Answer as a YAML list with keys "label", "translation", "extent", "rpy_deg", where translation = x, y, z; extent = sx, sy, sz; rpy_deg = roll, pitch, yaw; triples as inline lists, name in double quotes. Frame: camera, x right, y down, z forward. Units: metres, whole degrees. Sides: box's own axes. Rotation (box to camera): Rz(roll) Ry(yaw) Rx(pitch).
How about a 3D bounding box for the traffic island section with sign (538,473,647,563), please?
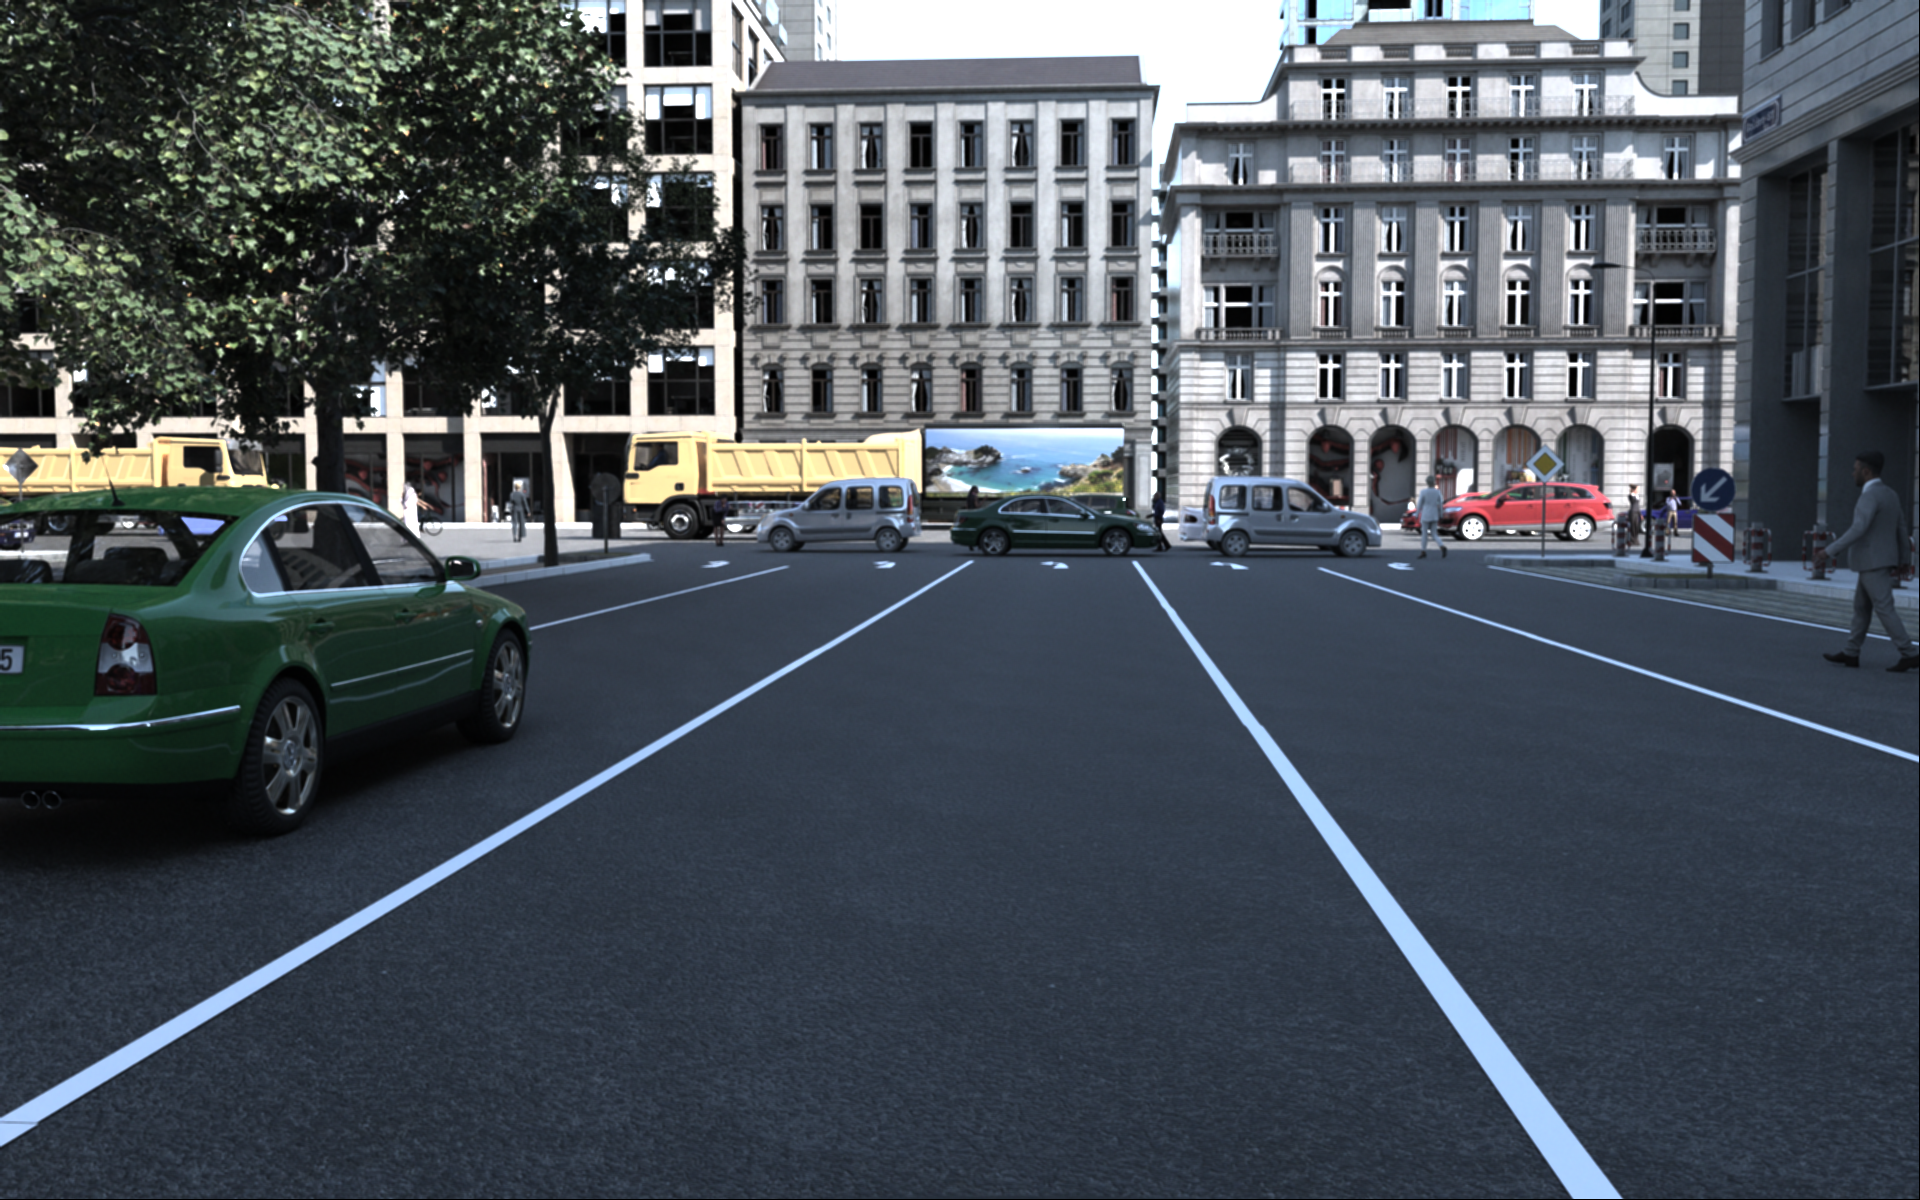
- label: "traffic island section with sign"
  translation: [-7.705, -1.757, 36.864]
  extent: [2.006, 1.907, 1.989]
  rpy_deg: [0, 4, 4]

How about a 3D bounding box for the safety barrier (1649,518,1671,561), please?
- label: "safety barrier"
  translation: [13.366, -1.150, 33.079]
  extent: [0.300, 0.817, 1.120]
  rpy_deg: [0, 4, 4]

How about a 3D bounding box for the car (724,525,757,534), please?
- label: "car"
  translation: [-6.372, -3.339, 63.261]
  extent: [5.304, 1.827, 2.281]
  rpy_deg: [0, 4, 6]

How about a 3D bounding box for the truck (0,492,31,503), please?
- label: "truck"
  translation: [-40.385, -4.486, 69.268]
  extent: [9.791, 3.379, 3.469]
  rpy_deg: [0, 4, 5]

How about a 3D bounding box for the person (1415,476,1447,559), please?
- label: "person"
  translation: [10.405, -1.824, 38.198]
  extent: [0.514, 1.842, 0.818]
  rpy_deg: [-2, 4, -27]

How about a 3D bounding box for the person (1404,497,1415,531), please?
- label: "person"
  translation: [17.275, -3.288, 66.540]
  extent: [0.394, 1.301, 0.425]
  rpy_deg: [2, 4, 29]

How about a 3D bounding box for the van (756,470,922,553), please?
- label: "van"
  translation: [-3.028, -2.217, 43.261]
  extent: [4.112, 2.044, 2.013]
  rpy_deg: [0, 4, 6]

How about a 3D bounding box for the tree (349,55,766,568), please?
- label: "tree"
  translation: [-7.687, -5.869, 32.821]
  extent: [8.767, 10.594, 7.601]
  rpy_deg: [0, 4, 4]

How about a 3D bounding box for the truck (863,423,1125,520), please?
- label: "truck"
  translation: [0.905, -4.933, 69.564]
  extent: [11.283, 4.237, 2.839]
  rpy_deg: [0, 4, 2]

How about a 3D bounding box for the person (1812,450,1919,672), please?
- label: "person"
  translation: [7.458, -0.327, 14.123]
  extent: [0.678, 1.792, 0.850]
  rpy_deg: [-3, 5, -41]

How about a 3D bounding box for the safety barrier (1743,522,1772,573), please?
- label: "safety barrier"
  translation: [13.016, -0.857, 28.286]
  extent: [0.300, 0.817, 1.120]
  rpy_deg: [0, 4, 4]

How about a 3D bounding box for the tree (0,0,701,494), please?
- label: "tree"
  translation: [-8.832, -6.401, 24.127]
  extent: [9.611, 12.733, 9.660]
  rpy_deg: [0, 3, 0]

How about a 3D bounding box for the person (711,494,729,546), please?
- label: "person"
  translation: [-6.558, -2.188, 47.514]
  extent: [0.421, 1.427, 0.697]
  rpy_deg: [-2, 4, -31]

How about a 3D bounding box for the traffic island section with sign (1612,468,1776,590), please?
- label: "traffic island section with sign"
  translation: [11.269, -1.113, 26.820]
  extent: [1.989, 1.847, 2.006]
  rpy_deg: [0, 4, 4]

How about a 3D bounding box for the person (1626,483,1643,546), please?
- label: "person"
  translation: [18.678, -2.362, 47.916]
  extent: [0.445, 1.727, 0.742]
  rpy_deg: [1, 4, 17]

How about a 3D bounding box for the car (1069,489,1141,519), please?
- label: "car"
  translation: [3.906, -2.903, 57.254]
  extent: [4.222, 1.686, 2.009]
  rpy_deg: [0, 4, 3]

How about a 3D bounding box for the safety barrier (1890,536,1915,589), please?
- label: "safety barrier"
  translation: [12.669, -0.563, 23.484]
  extent: [0.300, 0.817, 1.120]
  rpy_deg: [0, 4, 4]

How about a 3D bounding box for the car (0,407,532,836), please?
- label: "car"
  translation: [-3.584, 0.007, 8.682]
  extent: [1.959, 1.807, 4.718]
  rpy_deg: [0, 4, 5]

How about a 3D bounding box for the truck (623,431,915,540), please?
- label: "truck"
  translation: [-6.404, -3.572, 54.330]
  extent: [9.791, 3.379, 3.469]
  rpy_deg: [0, 4, 6]

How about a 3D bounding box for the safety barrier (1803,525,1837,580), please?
- label: "safety barrier"
  translation: [12.842, -0.710, 25.886]
  extent: [0.300, 0.817, 1.120]
  rpy_deg: [0, 4, 4]

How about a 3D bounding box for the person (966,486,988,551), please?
- label: "person"
  translation: [0.437, -2.069, 43.790]
  extent: [0.593, 1.643, 0.415]
  rpy_deg: [1, 4, 13]

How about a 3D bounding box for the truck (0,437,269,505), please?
- label: "truck"
  translation: [-28.282, -3.919, 60.000]
  extent: [9.791, 3.379, 3.469]
  rpy_deg: [0, 4, 6]

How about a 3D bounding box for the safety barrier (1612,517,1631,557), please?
- label: "safety barrier"
  translation: [13.544, -1.297, 35.482]
  extent: [0.300, 0.817, 1.120]
  rpy_deg: [0, 4, 4]

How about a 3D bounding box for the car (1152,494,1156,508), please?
- label: "car"
  translation: [17.597, -9.202, 160.247]
  extent: [2.009, 1.686, 4.222]
  rpy_deg: [0, 4, 5]

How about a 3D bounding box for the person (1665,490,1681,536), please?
- label: "person"
  translation: [24.215, -2.952, 58.830]
  extent: [0.516, 1.574, 0.319]
  rpy_deg: [0, 4, 0]

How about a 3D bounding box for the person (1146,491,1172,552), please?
- label: "person"
  translation: [4.911, -1.957, 43.186]
  extent: [0.600, 1.496, 0.574]
  rpy_deg: [2, 4, 28]

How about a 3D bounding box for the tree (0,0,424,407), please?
- label: "tree"
  translation: [-9.147, -6.426, 14.180]
  extent: [9.857, 13.997, 8.962]
  rpy_deg: [0, 3, 0]

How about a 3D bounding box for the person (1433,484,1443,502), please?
- label: "person"
  translation: [18.274, -3.557, 66.679]
  extent: [0.660, 1.820, 0.620]
  rpy_deg: [-1, 4, -16]

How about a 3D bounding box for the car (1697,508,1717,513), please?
- label: "car"
  translation: [25.739, -2.751, 56.775]
  extent: [2.131, 1.459, 4.920]
  rpy_deg: [0, 4, 3]

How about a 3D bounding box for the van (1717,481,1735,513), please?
- label: "van"
  translation: [20.676, -2.152, 42.196]
  extent: [4.112, 2.044, 2.013]
  rpy_deg: [0, 4, 6]

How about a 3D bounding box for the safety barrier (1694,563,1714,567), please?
- label: "safety barrier"
  translation: [13.190, -1.004, 30.683]
  extent: [0.300, 0.817, 1.120]
  rpy_deg: [0, 4, 4]

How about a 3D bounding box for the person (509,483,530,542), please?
- label: "person"
  translation: [-13.170, -2.617, 51.709]
  extent: [0.576, 1.772, 0.534]
  rpy_deg: [-2, 4, -28]

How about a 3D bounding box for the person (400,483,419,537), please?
- label: "person"
  translation: [-15.049, -2.329, 47.252]
  extent: [0.621, 1.740, 0.551]
  rpy_deg: [-3, 5, -40]

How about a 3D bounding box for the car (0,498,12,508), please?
- label: "car"
  translation: [-36.474, -3.315, 62.994]
  extent: [4.718, 1.807, 1.959]
  rpy_deg: [0, 4, 3]

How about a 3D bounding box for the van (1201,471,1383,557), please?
- label: "van"
  translation: [7.638, -2.013, 39.928]
  extent: [4.112, 2.044, 2.013]
  rpy_deg: [0, 4, 3]

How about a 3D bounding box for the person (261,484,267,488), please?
- label: "person"
  translation: [-22.394, -2.854, 55.717]
  extent: [0.362, 1.759, 0.519]
  rpy_deg: [1, 4, 21]
